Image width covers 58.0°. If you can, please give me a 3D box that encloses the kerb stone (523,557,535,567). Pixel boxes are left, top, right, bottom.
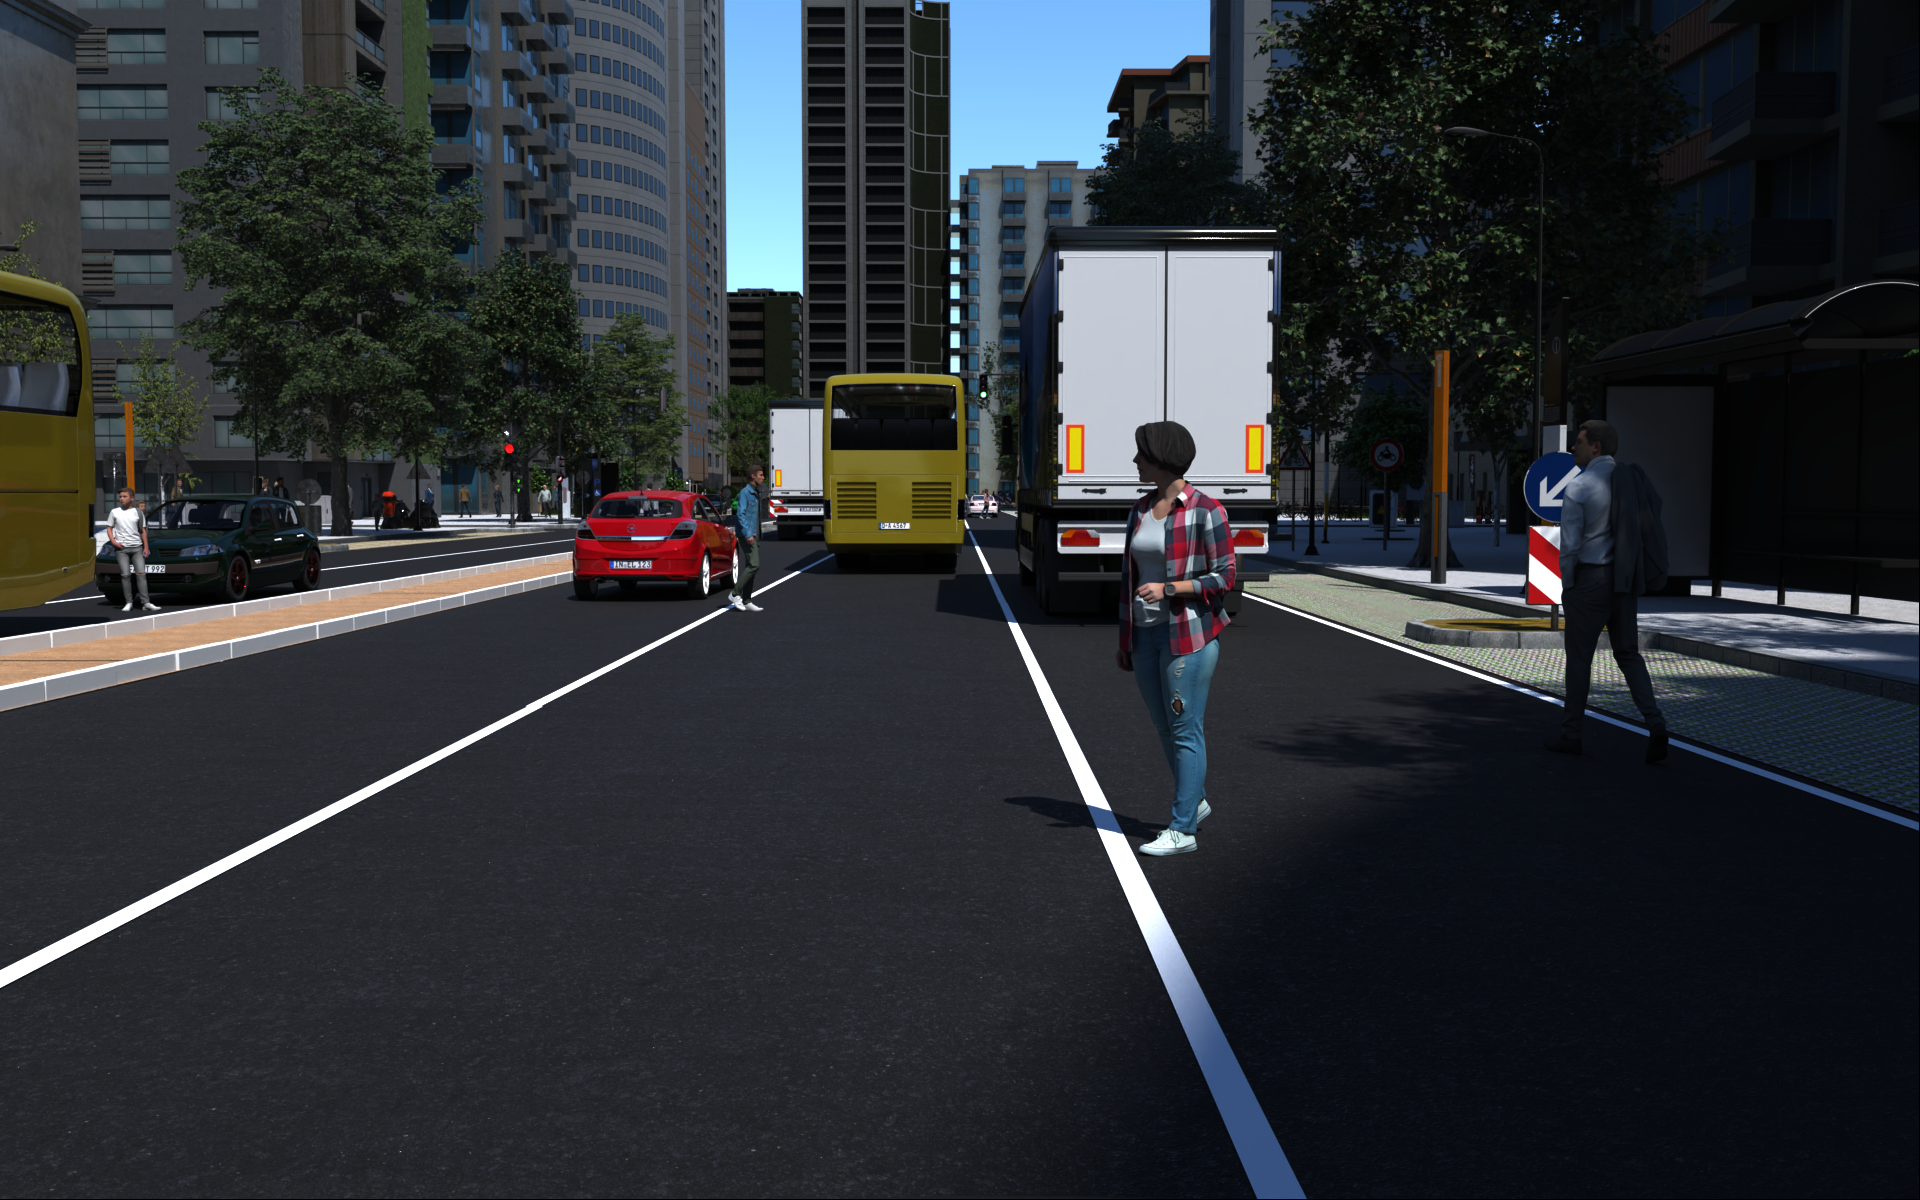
[{"bbox_3d":[-8.557,-0.720,33.968,0.120,0.150,1.000,0,4,0],"label":"kerb stone"}]

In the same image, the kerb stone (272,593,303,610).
[{"bbox_3d":[-8.500,0.034,21.667,0.120,0.150,1.000,0,4,0],"label":"kerb stone"}]

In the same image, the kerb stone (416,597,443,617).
[{"bbox_3d":[-6.394,0.098,20.617,0.120,0.150,1.000,0,4,0],"label":"kerb stone"}]

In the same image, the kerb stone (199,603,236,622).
[{"bbox_3d":[-8.498,0.157,19.623,0.120,0.150,1.000,0,4,0],"label":"kerb stone"}]

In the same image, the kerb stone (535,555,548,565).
[{"bbox_3d":[-8.560,-0.783,35.000,0.120,0.150,1.000,0,4,0],"label":"kerb stone"}]

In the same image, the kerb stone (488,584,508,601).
[{"bbox_3d":[-6.408,-0.091,23.685,0.120,0.150,1.000,0,4,0],"label":"kerb stone"}]

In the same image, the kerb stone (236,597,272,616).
[{"bbox_3d":[-8.492,0.098,20.646,0.120,0.150,1.000,0,4,0],"label":"kerb stone"}]

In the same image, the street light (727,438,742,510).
[{"bbox_3d":[-18.716,-10.453,143.442,1.470,5.913,1.316,0,4,0],"label":"street light"}]

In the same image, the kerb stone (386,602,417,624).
[{"bbox_3d":[-6.385,0.159,19.595,0.120,0.150,1.000,0,4,0],"label":"kerb stone"}]

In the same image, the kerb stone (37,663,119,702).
[{"bbox_3d":[-6.357,0.597,12.430,0.120,0.150,1.000,0,4,0],"label":"kerb stone"}]

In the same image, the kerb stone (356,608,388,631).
[{"bbox_3d":[-6.384,0.223,18.573,0.120,0.150,1.000,0,4,0],"label":"kerb stone"}]

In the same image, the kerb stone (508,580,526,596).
[{"bbox_3d":[-6.412,-0.153,24.707,0.120,0.150,1.000,0,4,0],"label":"kerb stone"}]

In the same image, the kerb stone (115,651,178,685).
[{"bbox_3d":[-6.375,0.535,13.452,0.120,0.150,1.000,0,4,0],"label":"kerb stone"}]

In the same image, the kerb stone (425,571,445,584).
[{"bbox_3d":[-8.525,-0.343,27.812,0.120,0.150,1.000,0,4,0],"label":"kerb stone"}]

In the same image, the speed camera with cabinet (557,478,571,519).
[{"bbox_3d":[-20.884,-5.930,91.284,0.660,3.252,2.038,-1,4,-16],"label":"speed camera with cabinet"}]

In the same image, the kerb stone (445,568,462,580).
[{"bbox_3d":[-8.533,-0.406,28.834,0.120,0.150,1.000,0,4,0],"label":"kerb stone"}]

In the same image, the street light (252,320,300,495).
[{"bbox_3d":[-18.270,-4.509,46.270,1.470,5.913,1.316,0,4,0],"label":"street light"}]

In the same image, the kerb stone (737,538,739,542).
[{"bbox_3d":[-6.542,-1.846,52.384,0.120,0.150,1.000,0,4,0],"label":"kerb stone"}]

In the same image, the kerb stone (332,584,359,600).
[{"bbox_3d":[-8.502,-0.093,23.718,0.120,0.150,1.000,0,4,0],"label":"kerb stone"}]

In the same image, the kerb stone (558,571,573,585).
[{"bbox_3d":[-6.420,-0.340,27.781,0.120,0.150,1.000,0,4,0],"label":"kerb stone"}]

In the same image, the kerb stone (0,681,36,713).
[{"bbox_3d":[-6.350,0.663,11.407,0.120,0.150,1.000,0,4,0],"label":"kerb stone"}]

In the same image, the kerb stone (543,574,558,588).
[{"bbox_3d":[-6.421,-0.279,26.759,0.120,0.150,1.000,0,4,0],"label":"kerb stone"}]

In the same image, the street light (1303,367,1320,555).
[{"bbox_3d":[6.846,-3.894,36.206,1.470,5.913,1.316,0,4,0],"label":"street light"}]

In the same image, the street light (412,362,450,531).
[{"bbox_3d":[-18.351,-5.359,60.167,1.470,5.913,1.316,0,4,0],"label":"street light"}]

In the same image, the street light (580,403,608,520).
[{"bbox_3d":[-18.398,-7.008,87.118,1.470,5.913,1.316,0,4,0],"label":"street light"}]

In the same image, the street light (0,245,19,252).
[{"bbox_3d":[-18.229,-3.662,32.407,1.470,5.913,1.316,0,4,0],"label":"street light"}]

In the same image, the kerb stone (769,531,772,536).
[{"bbox_3d":[-6.559,-2.222,58.530,0.120,0.150,1.000,0,4,0],"label":"kerb stone"}]

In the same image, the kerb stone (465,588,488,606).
[{"bbox_3d":[-6.399,-0.029,22.663,0.120,0.150,1.000,0,4,0],"label":"kerb stone"}]

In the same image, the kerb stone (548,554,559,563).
[{"bbox_3d":[-8.566,-0.844,36.031,0.120,0.150,1.000,0,4,0],"label":"kerb stone"}]

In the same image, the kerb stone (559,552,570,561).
[{"bbox_3d":[-8.572,-0.909,37.053,0.120,0.150,1.000,0,4,0],"label":"kerb stone"}]

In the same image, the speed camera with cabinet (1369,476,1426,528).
[{"bbox_3d":[16.518,-4.340,65.300,2.038,3.252,0.660,1,4,22],"label":"speed camera with cabinet"}]

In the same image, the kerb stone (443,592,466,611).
[{"bbox_3d":[-6.401,0.041,21.641,0.120,0.150,1.000,0,4,0],"label":"kerb stone"}]

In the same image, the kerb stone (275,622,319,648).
[{"bbox_3d":[-6.380,0.347,16.517,0.120,0.150,1.000,0,4,0],"label":"kerb stone"}]

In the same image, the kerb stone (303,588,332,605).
[{"bbox_3d":[-8.507,-0.030,22.692,0.120,0.150,1.000,0,4,0],"label":"kerb stone"}]

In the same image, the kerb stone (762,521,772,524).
[{"bbox_3d":[-8.754,-3.449,78.588,0.120,0.150,1.000,0,4,0],"label":"kerb stone"}]

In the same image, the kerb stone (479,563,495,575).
[{"bbox_3d":[-8.537,-0.532,30.887,0.120,0.150,1.000,0,4,0],"label":"kerb stone"}]

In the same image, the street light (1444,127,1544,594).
[{"bbox_3d":[6.824,-3.031,22.101,1.470,5.913,1.316,0,4,0],"label":"street light"}]

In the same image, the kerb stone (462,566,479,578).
[{"bbox_3d":[-8.535,-0.468,29.862,0.120,0.150,1.000,0,4,0],"label":"kerb stone"}]

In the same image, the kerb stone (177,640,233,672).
[{"bbox_3d":[-6.362,0.472,14.474,0.120,0.150,1.000,0,4,0],"label":"kerb stone"}]

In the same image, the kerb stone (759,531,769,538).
[{"bbox_3d":[-6.552,-2.157,57.508,0.120,0.150,1.000,0,4,0],"label":"kerb stone"}]

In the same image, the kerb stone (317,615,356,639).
[{"bbox_3d":[-6.377,0.285,17.547,0.120,0.150,1.000,0,4,0],"label":"kerb stone"}]

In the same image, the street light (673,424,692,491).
[{"bbox_3d":[-18.547,-8.733,115.326,1.470,5.913,1.316,0,4,0],"label":"street light"}]

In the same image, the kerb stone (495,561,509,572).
[{"bbox_3d":[-8.545,-0.595,31.921,0.120,0.150,1.000,0,4,0],"label":"kerb stone"}]

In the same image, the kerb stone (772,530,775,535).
[{"bbox_3d":[-6.569,-2.285,59.552,0.120,0.150,1.000,0,4,0],"label":"kerb stone"}]

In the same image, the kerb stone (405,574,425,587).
[{"bbox_3d":[-8.525,-0.281,26.784,0.120,0.150,1.000,0,4,0],"label":"kerb stone"}]

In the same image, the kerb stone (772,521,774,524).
[{"bbox_3d":[-8.758,-3.512,79.610,0.120,0.150,1.000,0,4,0],"label":"kerb stone"}]

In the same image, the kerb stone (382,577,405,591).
[{"bbox_3d":[-8.516,-0.214,25.763,0.120,0.150,1.000,0,4,0],"label":"kerb stone"}]

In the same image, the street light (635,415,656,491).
[{"bbox_3d":[-18.465,-7.885,101.463,1.470,5.913,1.316,0,4,0],"label":"street light"}]

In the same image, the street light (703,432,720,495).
[{"bbox_3d":[-18.619,-9.605,129.579,1.470,5.913,1.316,0,4,0],"label":"street light"}]

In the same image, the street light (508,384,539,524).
[{"bbox_3d":[-18.428,-6.153,73.144,1.470,5.913,1.316,0,4,0],"label":"street light"}]

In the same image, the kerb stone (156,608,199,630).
[{"bbox_3d":[-8.484,0.220,18.598,0.120,0.150,1.000,0,4,0],"label":"kerb stone"}]

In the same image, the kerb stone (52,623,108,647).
[{"bbox_3d":[-8.474,0.345,16.554,0.120,0.150,1.000,0,4,0],"label":"kerb stone"}]

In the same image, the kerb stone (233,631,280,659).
[{"bbox_3d":[-6.365,0.412,15.496,0.120,0.150,1.000,0,4,0],"label":"kerb stone"}]

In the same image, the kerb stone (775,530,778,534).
[{"bbox_3d":[-6.571,-2.348,60.580,0.120,0.150,1.000,0,4,0],"label":"kerb stone"}]

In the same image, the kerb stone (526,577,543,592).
[{"bbox_3d":[-6.412,-0.214,25.729,0.120,0.150,1.000,0,4,0],"label":"kerb stone"}]

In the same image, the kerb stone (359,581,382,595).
[{"bbox_3d":[-8.516,-0.156,24.741,0.120,0.150,1.000,0,4,0],"label":"kerb stone"}]

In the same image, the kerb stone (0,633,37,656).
[{"bbox_3d":[-8.476,0.408,15.527,0.120,0.150,1.000,0,4,0],"label":"kerb stone"}]

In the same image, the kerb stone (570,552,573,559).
[{"bbox_3d":[-8.574,-0.970,38.075,0.120,0.150,1.000,0,4,0],"label":"kerb stone"}]

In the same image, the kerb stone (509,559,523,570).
[{"bbox_3d":[-8.547,-0.657,32.943,0.120,0.150,1.000,0,4,0],"label":"kerb stone"}]

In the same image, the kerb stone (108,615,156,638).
[{"bbox_3d":[-8.478,0.287,17.576,0.120,0.150,1.000,0,4,0],"label":"kerb stone"}]
